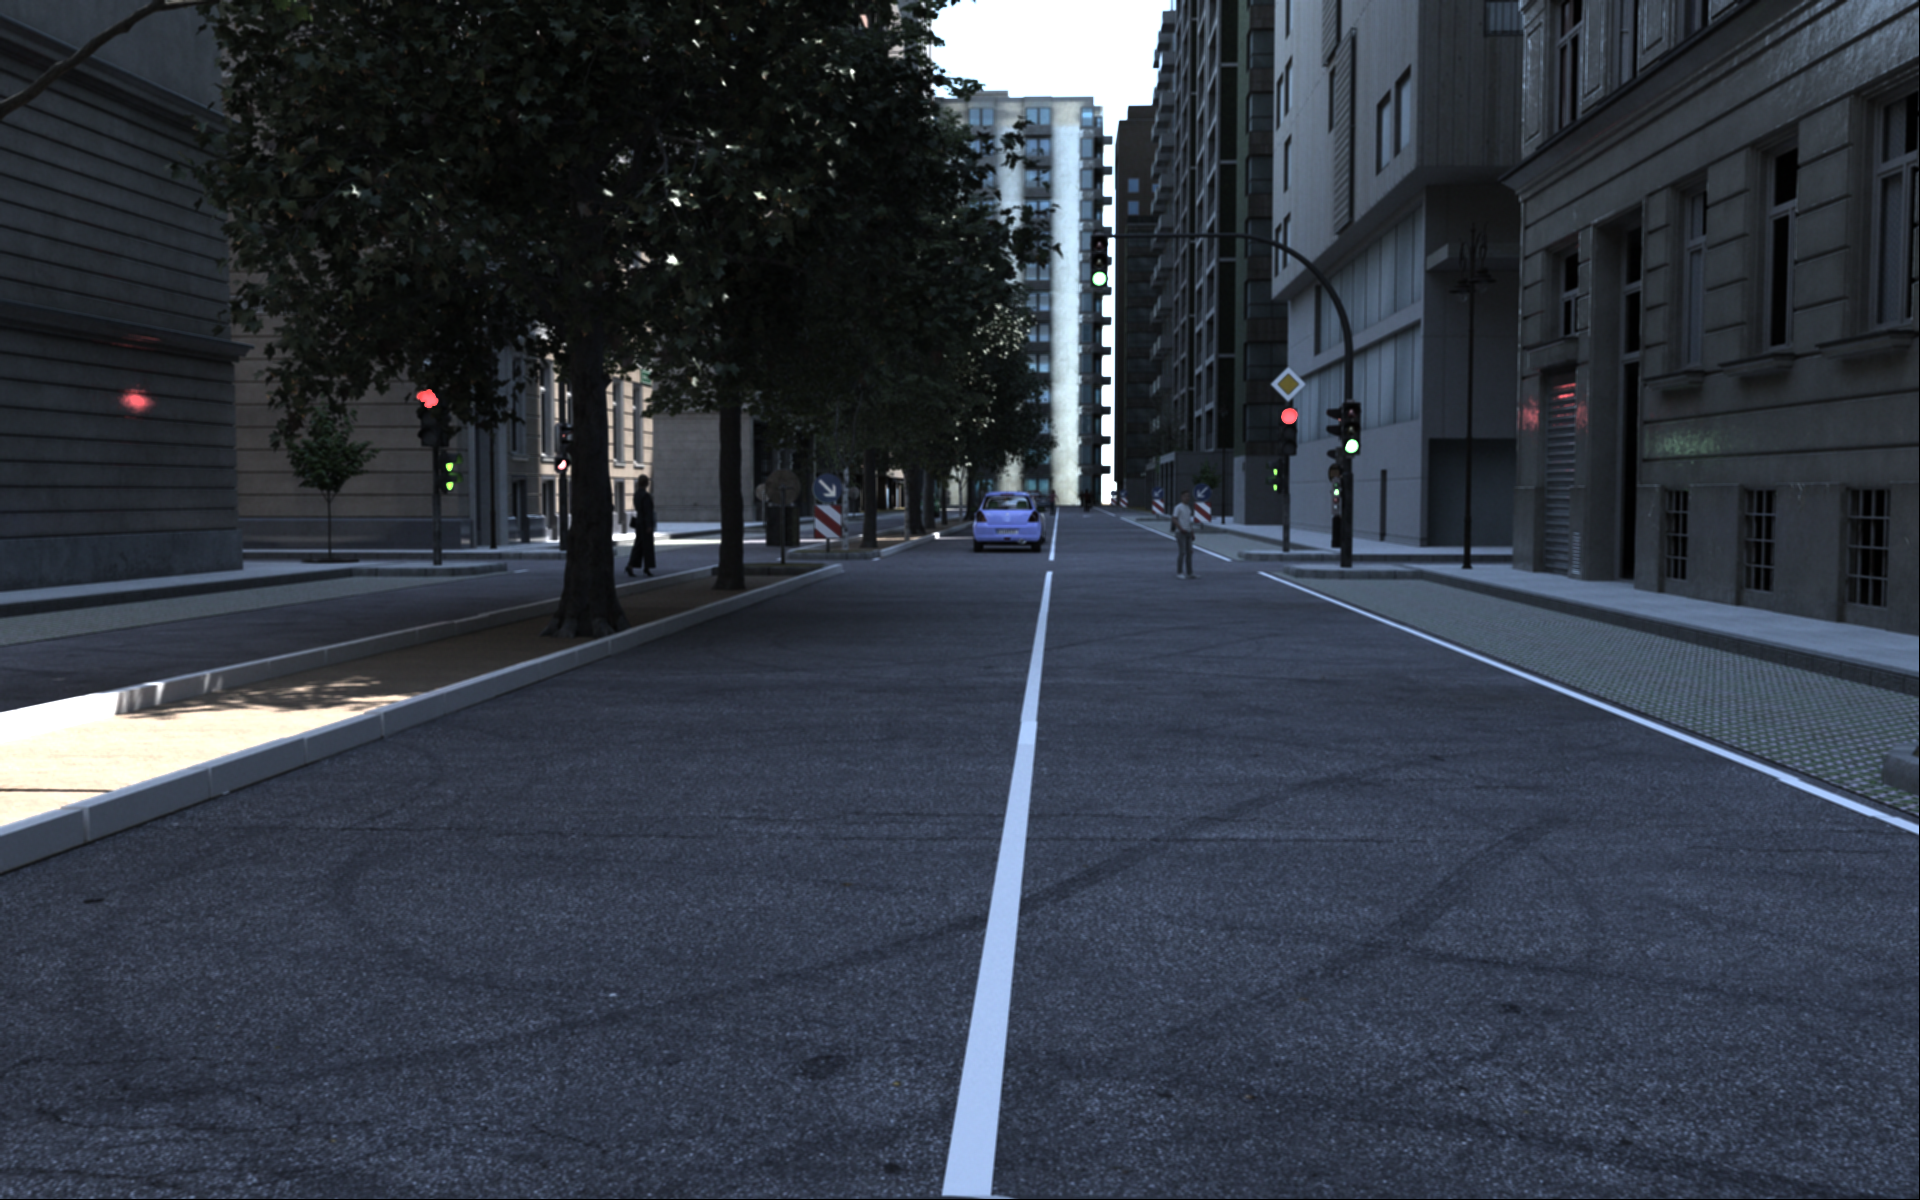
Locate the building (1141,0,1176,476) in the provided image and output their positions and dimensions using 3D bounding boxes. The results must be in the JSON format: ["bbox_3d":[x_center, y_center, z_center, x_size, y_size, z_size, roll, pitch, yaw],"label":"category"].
[{"bbox_3d":[28.974,-32.927,157.967,23.786,49.044,30.456,0,4,3],"label":"building"}]

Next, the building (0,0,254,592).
[{"bbox_3d":[-29.364,-12.562,24.467,34.723,24.649,14.460,0,4,3],"label":"building"}]

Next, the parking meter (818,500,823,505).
[{"bbox_3d":[-9.101,-6.411,113.236,0.372,1.533,0.369,0,3,0],"label":"parking meter"}]

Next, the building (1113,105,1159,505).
[{"bbox_3d":[25.307,-33.782,202.449,14.200,45.320,14.600,0,4,3],"label":"building"}]

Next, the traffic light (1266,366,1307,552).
[{"bbox_3d":[7.191,-3.013,38.177,0.839,4.253,0.868,0,4,3],"label":"traffic light"}]

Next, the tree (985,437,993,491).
[{"bbox_3d":[0.067,-8.180,86.564,4.737,8.622,4.395,0,3,0],"label":"tree"}]

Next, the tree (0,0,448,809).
[{"bbox_3d":[-4.812,-4.853,7.557,9.928,11.665,9.643,0,3,0],"label":"tree"}]

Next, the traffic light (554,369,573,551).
[{"bbox_3d":[-6.851,-3.935,39.003,4.771,5.953,1.251,0,4,3],"label":"traffic light"}]

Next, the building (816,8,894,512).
[{"bbox_3d":[-16.677,-28.996,128.708,22.147,44.769,28.867,0,4,3],"label":"building"}]

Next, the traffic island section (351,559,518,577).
[{"bbox_3d":[-9.443,-0.549,31.253,2.009,0.180,2.903,0,4,3],"label":"traffic island section"}]

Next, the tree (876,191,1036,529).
[{"bbox_3d":[-1.343,-9.882,70.683,9.857,13.997,8.962,0,3,0],"label":"tree"}]

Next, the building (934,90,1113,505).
[{"bbox_3d":[2.915,-35.997,208.157,30.456,49.044,23.786,0,4,3],"label":"building"}]

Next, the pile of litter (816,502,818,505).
[{"bbox_3d":[-9.265,-5.863,109.817,1.719,0.858,1.176,1,4,14],"label":"pile of litter"}]

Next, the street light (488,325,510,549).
[{"bbox_3d":[-10.943,-4.138,40.445,0.468,5.910,1.993,0,4,3],"label":"street light"}]

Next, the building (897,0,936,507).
[{"bbox_3d":[-13.578,-45.357,179.845,20.611,71.187,20.563,0,4,3],"label":"building"}]

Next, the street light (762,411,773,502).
[{"bbox_3d":[-8.731,-6.483,78.793,0.468,5.910,1.993,0,4,3],"label":"street light"}]

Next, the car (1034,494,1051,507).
[{"bbox_3d":[7.979,-9.320,164.379,2.014,1.417,4.499,0,4,3],"label":"car"}]

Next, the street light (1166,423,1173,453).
[{"bbox_3d":[13.554,-8.525,112.174,0.468,5.910,1.993,0,4,3],"label":"street light"}]

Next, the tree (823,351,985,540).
[{"bbox_3d":[-1.610,-6.122,52.918,4.737,8.622,4.395,0,3,0],"label":"tree"}]

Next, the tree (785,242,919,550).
[{"bbox_3d":[-2.659,-5.336,40.055,4.360,8.622,3.978,0,3,0],"label":"tree"}]

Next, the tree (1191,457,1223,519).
[{"bbox_3d":[12.794,-5.868,90.545,1.663,3.219,1.824,0,3,0],"label":"tree"}]

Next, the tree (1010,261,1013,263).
[{"bbox_3d":[-2.481,-7.667,45.947,7.486,12.596,7.792,0,3,0],"label":"tree"}]

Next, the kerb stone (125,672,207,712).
[{"bbox_3d":[-5.460,0.635,11.808,0.120,0.150,1.000,0,4,3],"label":"kerb stone"}]

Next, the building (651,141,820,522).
[{"bbox_3d":[-13.734,-13.975,79.399,10.553,20.767,40.483,0,4,3],"label":"building"}]

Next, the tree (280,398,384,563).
[{"bbox_3d":[-12.001,-2.324,32.595,1.663,3.219,1.824,0,3,0],"label":"tree"}]

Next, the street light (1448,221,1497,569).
[{"bbox_3d":[8.721,-3.475,29.611,0.468,5.910,1.993,0,4,3],"label":"street light"}]

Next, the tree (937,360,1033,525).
[{"bbox_3d":[-0.676,-8.771,80.279,8.767,10.594,7.601,0,4,3],"label":"tree"}]

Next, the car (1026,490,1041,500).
[{"bbox_3d":[7.694,-10.558,181.299,2.281,1.827,5.304,0,4,2],"label":"car"}]

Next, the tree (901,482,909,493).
[{"bbox_3d":[-4.524,-10.261,162.375,1.663,3.219,1.824,0,3,0],"label":"tree"}]

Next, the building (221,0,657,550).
[{"bbox_3d":[-17.141,-16.095,49.059,13.634,28.700,20.117,0,4,3],"label":"building"}]

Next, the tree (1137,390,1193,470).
[{"bbox_3d":[14.532,-10.411,120.588,4.360,8.622,3.978,0,3,0],"label":"tree"}]

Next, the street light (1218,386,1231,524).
[{"bbox_3d":[11.287,-6.195,74.076,0.468,5.910,1.993,0,4,3],"label":"street light"}]

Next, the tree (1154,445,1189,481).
[{"bbox_3d":[14.619,-8.079,115.810,4.285,4.588,4.351,0,3,0],"label":"tree"}]

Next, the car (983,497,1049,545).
[{"bbox_3d":[1.538,-2.339,50.612,2.083,1.381,4.827,0,4,4],"label":"car"}]

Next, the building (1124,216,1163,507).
[{"bbox_3d":[24.186,-25.049,181.247,14.160,30.474,14.107,0,4,3],"label":"building"}]

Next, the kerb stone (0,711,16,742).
[{"bbox_3d":[-5.573,0.760,9.762,0.120,0.150,1.000,0,4,3],"label":"kerb stone"}]

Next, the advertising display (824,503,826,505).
[{"bbox_3d":[-7.302,-5.453,94.373,0.123,1.923,0.974,-1,4,-11],"label":"advertising display"}]

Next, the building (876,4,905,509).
[{"bbox_3d":[-12.345,-30.584,150.152,14.600,45.320,14.200,0,4,3],"label":"building"}]

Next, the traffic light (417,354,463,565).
[{"bbox_3d":[-9.404,-2.581,31.116,0.839,4.253,0.868,0,4,3],"label":"traffic light"}]

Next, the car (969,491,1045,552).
[{"bbox_3d":[1.197,-2.097,43.874,1.945,1.707,3.694,0,4,1],"label":"car"}]

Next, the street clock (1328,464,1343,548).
[{"bbox_3d":[9.011,-2.249,41.344,0.358,2.002,0.471,-1,4,-22],"label":"street clock"}]

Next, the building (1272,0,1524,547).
[{"bbox_3d":[23.987,-28.218,50.611,27.495,52.752,28.713,0,4,3],"label":"building"}]

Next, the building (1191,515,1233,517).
[{"bbox_3d":[22.716,-40.529,100.906,20.563,71.187,20.611,0,4,3],"label":"building"}]

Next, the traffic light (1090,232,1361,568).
[{"bbox_3d":[4.638,-3.395,30.184,4.771,5.953,1.251,0,4,3],"label":"traffic light"}]

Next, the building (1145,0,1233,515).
[{"bbox_3d":[25.095,-42.410,131.650,20.563,71.187,20.611,0,4,3],"label":"building"}]

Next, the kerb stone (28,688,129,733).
[{"bbox_3d":[-5.517,0.698,10.787,0.120,0.150,1.000,0,4,3],"label":"kerb stone"}]

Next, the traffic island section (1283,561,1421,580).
[{"bbox_3d":[6.771,-0.491,30.317,2.009,0.180,2.903,0,4,3],"label":"traffic island section"}]

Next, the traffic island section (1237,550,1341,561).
[{"bbox_3d":[7.230,-0.979,38.289,2.009,0.180,2.903,0,4,3],"label":"traffic island section"}]

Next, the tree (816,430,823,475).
[{"bbox_3d":[-7.895,-9.833,111.127,4.737,8.622,4.395,0,3,0],"label":"tree"}]

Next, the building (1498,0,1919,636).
[{"bbox_3d":[15.892,-11.075,14.365,16.112,22.955,30.059,0,4,3],"label":"building"}]

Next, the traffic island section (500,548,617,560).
[{"bbox_3d":[-8.984,-1.036,39.224,2.009,0.180,2.903,0,4,3],"label":"traffic island section"}]

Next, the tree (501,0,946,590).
[{"bbox_3d":[-3.510,-6.445,25.968,7.486,12.596,7.792,0,3,0],"label":"tree"}]

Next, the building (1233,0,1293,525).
[{"bbox_3d":[19.154,-18.673,76.999,14.160,30.474,14.107,0,4,3],"label":"building"}]

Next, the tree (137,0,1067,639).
[{"bbox_3d":[-3.742,-5.986,17.331,9.611,12.733,9.660,0,3,0],"label":"tree"}]

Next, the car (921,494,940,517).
[{"bbox_3d":[-2.178,-6.032,107.425,1.959,1.807,4.718,0,4,2],"label":"car"}]
